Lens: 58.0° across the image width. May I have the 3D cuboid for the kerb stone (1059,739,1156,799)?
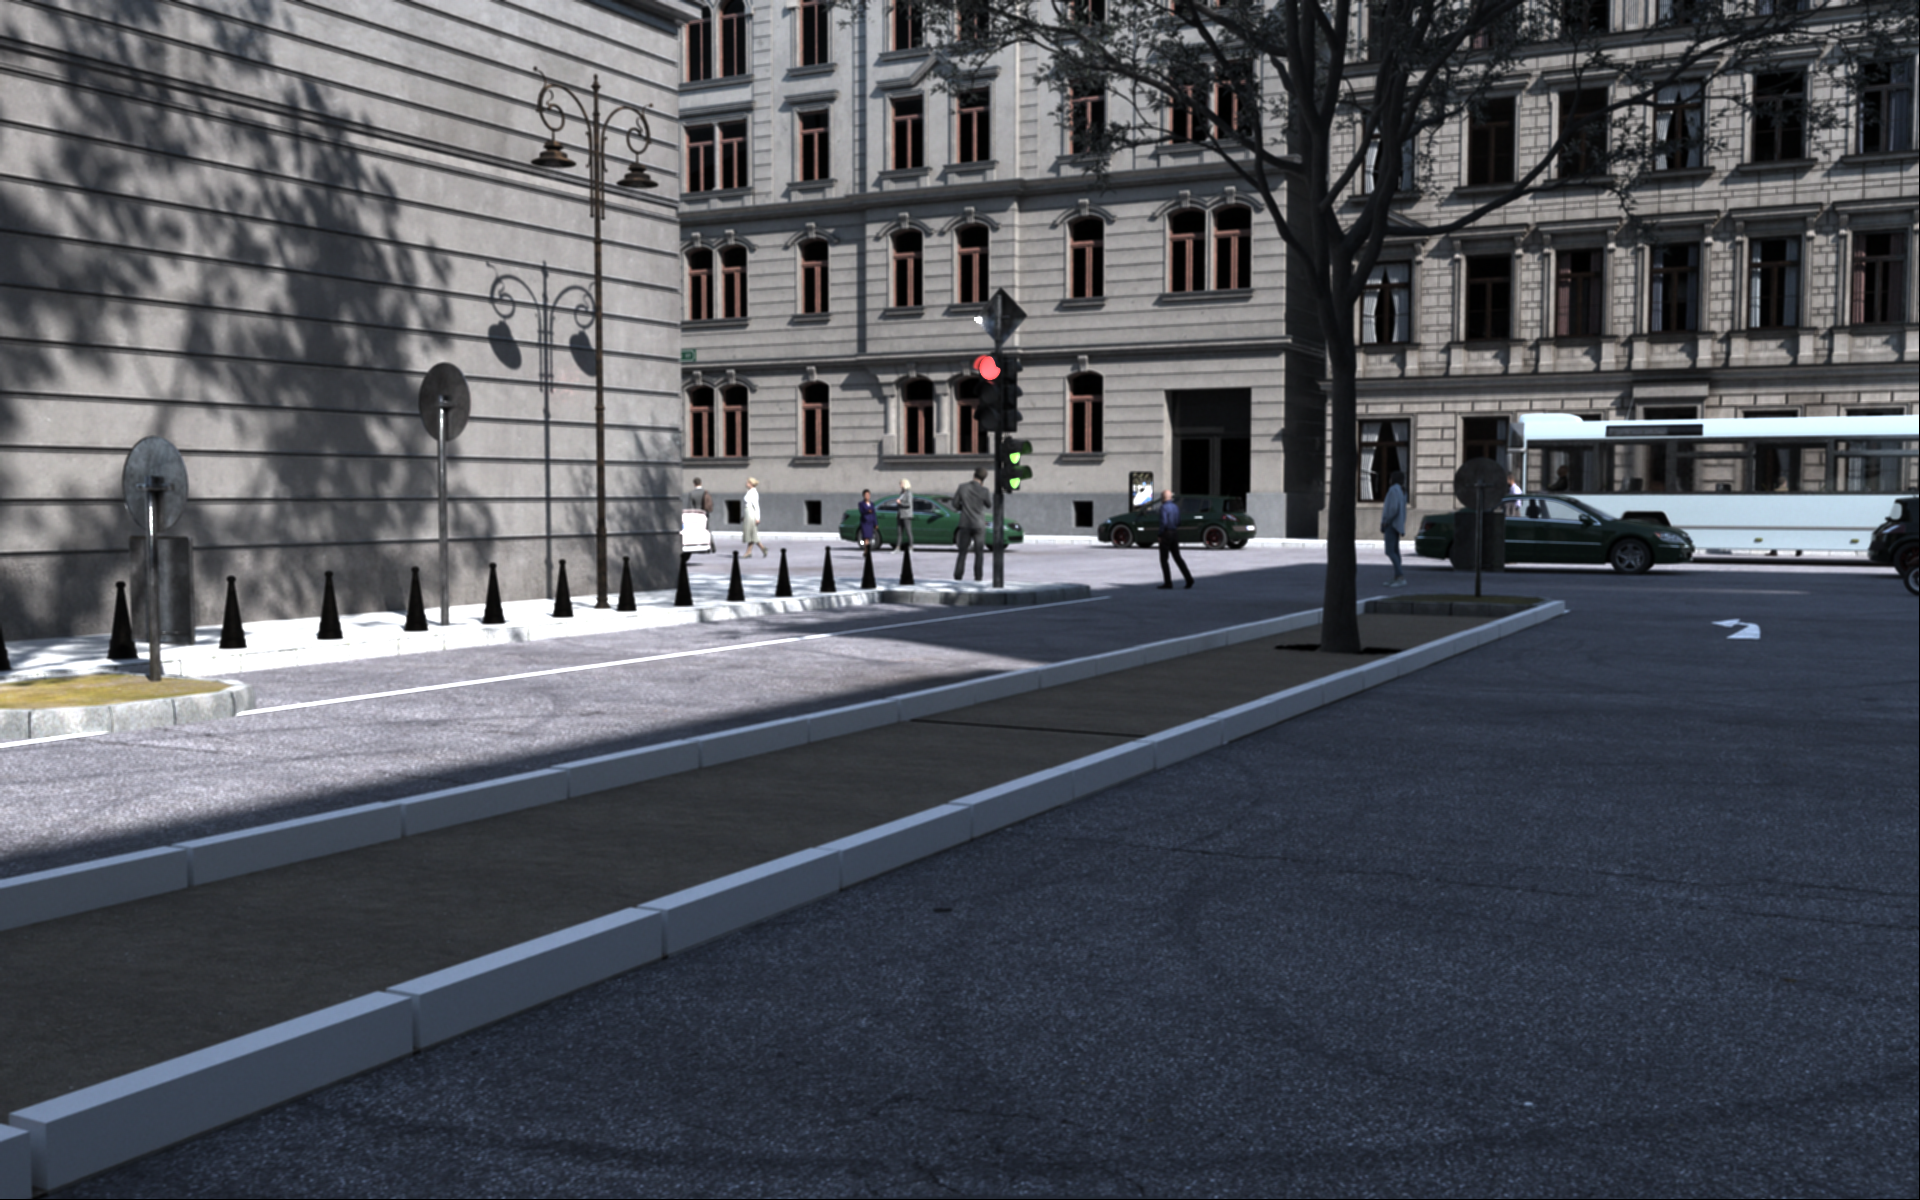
[{"bbox_3d":[0.714,0.839,8.545,0.120,0.150,1.000,2,4,28],"label":"kerb stone"}]

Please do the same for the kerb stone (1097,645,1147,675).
[{"bbox_3d":[1.252,0.504,14.036,0.120,0.150,1.000,2,4,28],"label":"kerb stone"}]

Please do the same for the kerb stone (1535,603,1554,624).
[{"bbox_3d":[6.499,0.167,19.457,0.120,0.150,1.000,2,4,28],"label":"kerb stone"}]

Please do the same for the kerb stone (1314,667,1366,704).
[{"bbox_3d":[2.644,0.612,12.183,0.120,0.150,1.000,2,4,28],"label":"kerb stone"}]

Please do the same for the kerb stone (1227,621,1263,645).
[{"bbox_3d":[2.698,0.332,16.762,0.120,0.150,1.000,2,4,28],"label":"kerb stone"}]

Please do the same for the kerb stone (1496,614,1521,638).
[{"bbox_3d":[5.538,0.279,17.641,0.120,0.150,1.000,2,4,28],"label":"kerb stone"}]

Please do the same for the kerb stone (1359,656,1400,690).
[{"bbox_3d":[3.126,0.562,13.088,0.120,0.150,1.000,2,4,28],"label":"kerb stone"}]

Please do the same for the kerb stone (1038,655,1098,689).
[{"bbox_3d":[0.775,0.555,13.124,0.120,0.150,1.000,2,4,28],"label":"kerb stone"}]

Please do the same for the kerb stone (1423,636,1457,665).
[{"bbox_3d":[4.090,0.447,14.916,0.120,0.150,1.000,2,4,28],"label":"kerb stone"}]

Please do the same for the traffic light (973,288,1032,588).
[{"bbox_3d":[0.538,-2.122,23.618,0.839,4.253,0.868,2,4,28],"label":"traffic light"}]

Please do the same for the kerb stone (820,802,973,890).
[{"bbox_3d":[-0.243,0.951,6.729,0.120,0.150,1.000,2,4,28],"label":"kerb stone"}]

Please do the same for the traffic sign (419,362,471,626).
[{"bbox_3d":[-5.021,-1.022,16.808,0.768,2.556,0.104,3,4,36],"label":"traffic sign"}]

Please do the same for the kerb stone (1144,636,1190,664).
[{"bbox_3d":[1.733,0.443,14.949,0.120,0.150,1.000,2,4,28],"label":"kerb stone"}]

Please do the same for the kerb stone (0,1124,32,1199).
[{"bbox_3d":[-2.163,1.173,3.086,0.120,0.150,1.000,2,4,28],"label":"kerb stone"}]

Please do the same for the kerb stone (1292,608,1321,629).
[{"bbox_3d":[3.647,0.221,18.584,0.120,0.150,1.000,2,4,28],"label":"kerb stone"}]

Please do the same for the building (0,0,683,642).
[{"bbox_3d":[-16.701,-11.087,23.075,24.055,21.916,13.314,2,4,28],"label":"building"}]

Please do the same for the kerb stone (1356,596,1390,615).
[{"bbox_3d":[5.099,0.055,21.300,0.120,0.150,1.000,2,4,28],"label":"kerb stone"}]

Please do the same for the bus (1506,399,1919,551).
[{"bbox_3d":[17.282,-2.497,35.691,13.247,3.499,2.948,2,4,28],"label":"bus"}]

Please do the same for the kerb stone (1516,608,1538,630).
[{"bbox_3d":[6.016,0.223,18.553,0.120,0.150,1.000,2,4,28],"label":"kerb stone"}]

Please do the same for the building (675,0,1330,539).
[{"bbox_3d":[2.333,-16.640,59.460,23.554,28.519,14.401,2,4,28],"label":"building"}]

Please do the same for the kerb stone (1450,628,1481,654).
[{"bbox_3d":[4.569,0.390,15.823,0.120,0.150,1.000,2,4,28],"label":"kerb stone"}]

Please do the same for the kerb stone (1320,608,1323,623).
[{"bbox_3d":[4.135,0.165,19.490,0.120,0.150,1.000,2,4,28],"label":"kerb stone"}]

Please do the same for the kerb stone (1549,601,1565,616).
[{"bbox_3d":[6.973,0.112,20.372,0.120,0.150,1.000,2,4,28],"label":"kerb stone"}]

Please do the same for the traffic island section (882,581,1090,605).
[{"bbox_3d":[0.508,-0.091,23.770,2.009,0.180,2.903,2,4,28],"label":"traffic island section"}]

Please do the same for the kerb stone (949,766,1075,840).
[{"bbox_3d":[0.237,0.891,7.637,0.120,0.150,1.000,2,4,28],"label":"kerb stone"}]

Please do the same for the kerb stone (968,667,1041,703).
[{"bbox_3d":[0.286,0.610,12.222,0.120,0.150,1.000,2,4,28],"label":"kerb stone"}]

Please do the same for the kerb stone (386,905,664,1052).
[{"bbox_3d":[-1.203,1.057,4.910,0.120,0.150,1.000,2,4,28],"label":"kerb stone"}]

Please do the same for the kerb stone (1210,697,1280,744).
[{"bbox_3d":[1.687,0.724,10.362,0.120,0.150,1.000,2,4,28],"label":"kerb stone"}]

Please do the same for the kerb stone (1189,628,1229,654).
[{"bbox_3d":[2.213,0.392,15.859,0.120,0.150,1.000,2,4,28],"label":"kerb stone"}]

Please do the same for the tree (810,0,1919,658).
[{"bbox_3d":[3.403,-6.257,15.132,12.009,13.543,11.850,0,3,0],"label":"tree"}]

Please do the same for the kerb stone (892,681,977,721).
[{"bbox_3d":[-0.188,0.666,11.304,0.120,0.150,1.000,2,4,28],"label":"kerb stone"}]

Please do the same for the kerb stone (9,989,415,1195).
[{"bbox_3d":[-1.683,1.113,4.003,0.120,0.150,1.000,2,4,28],"label":"kerb stone"}]

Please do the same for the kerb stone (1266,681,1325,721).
[{"bbox_3d":[2.161,0.668,11.274,0.120,0.150,1.000,2,4,28],"label":"kerb stone"}]

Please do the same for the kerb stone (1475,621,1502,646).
[{"bbox_3d":[5.053,0.338,16.730,0.120,0.150,1.000,2,4,28],"label":"kerb stone"}]

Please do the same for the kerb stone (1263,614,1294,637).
[{"bbox_3d":[3.172,0.281,17.675,0.120,0.150,1.000,2,4,28],"label":"kerb stone"}]

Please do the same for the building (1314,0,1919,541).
[{"bbox_3d":[20.240,-11.202,47.787,19.286,19.102,10.561,2,4,28],"label":"building"}]

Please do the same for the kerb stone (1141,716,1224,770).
[{"bbox_3d":[1.201,0.781,9.448,0.120,0.150,1.000,2,4,28],"label":"kerb stone"}]

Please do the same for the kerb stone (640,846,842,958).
[{"bbox_3d":[-0.721,1.002,5.815,0.120,0.150,1.000,2,4,28],"label":"kerb stone"}]

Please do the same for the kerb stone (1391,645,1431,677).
[{"bbox_3d":[3.614,0.502,13.998,0.120,0.150,1.000,2,4,28],"label":"kerb stone"}]
